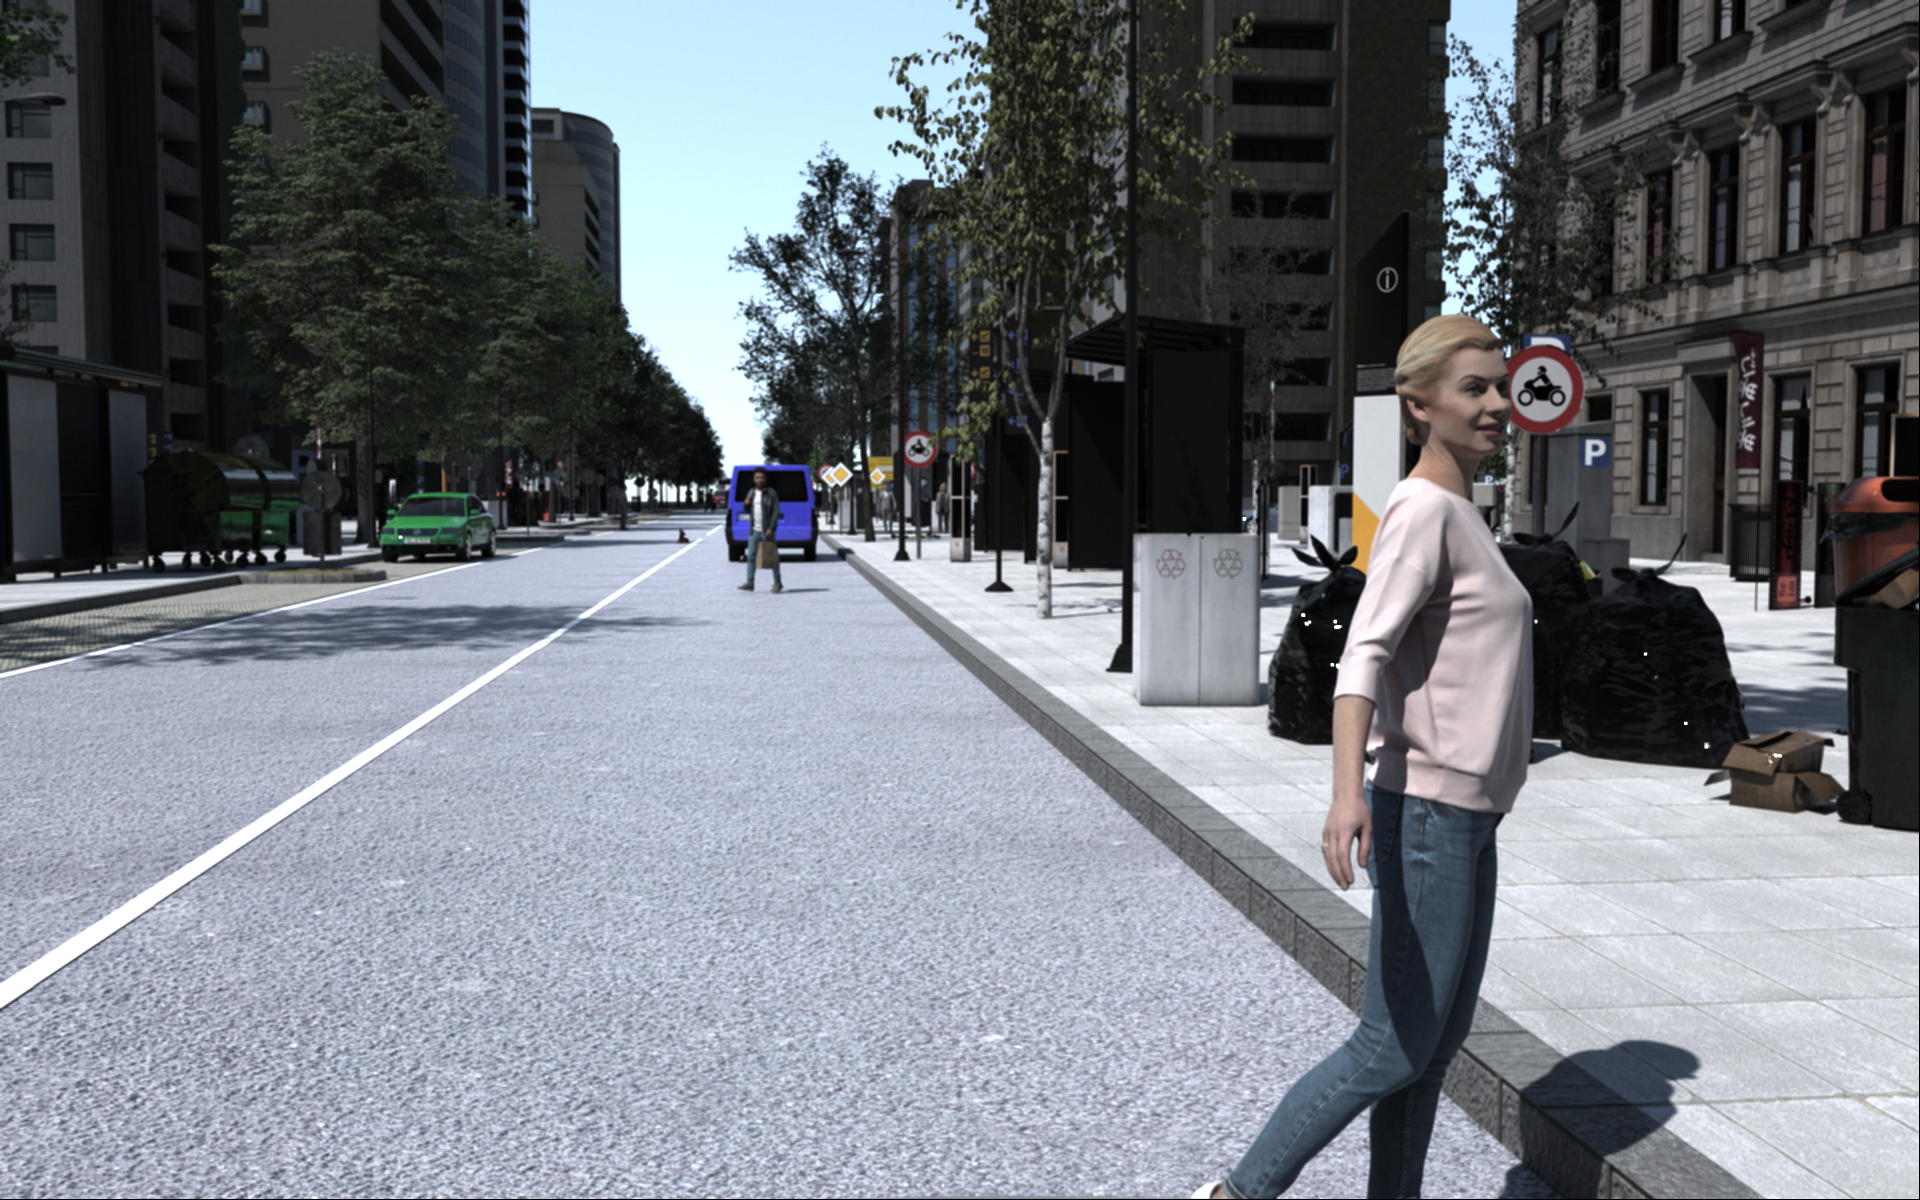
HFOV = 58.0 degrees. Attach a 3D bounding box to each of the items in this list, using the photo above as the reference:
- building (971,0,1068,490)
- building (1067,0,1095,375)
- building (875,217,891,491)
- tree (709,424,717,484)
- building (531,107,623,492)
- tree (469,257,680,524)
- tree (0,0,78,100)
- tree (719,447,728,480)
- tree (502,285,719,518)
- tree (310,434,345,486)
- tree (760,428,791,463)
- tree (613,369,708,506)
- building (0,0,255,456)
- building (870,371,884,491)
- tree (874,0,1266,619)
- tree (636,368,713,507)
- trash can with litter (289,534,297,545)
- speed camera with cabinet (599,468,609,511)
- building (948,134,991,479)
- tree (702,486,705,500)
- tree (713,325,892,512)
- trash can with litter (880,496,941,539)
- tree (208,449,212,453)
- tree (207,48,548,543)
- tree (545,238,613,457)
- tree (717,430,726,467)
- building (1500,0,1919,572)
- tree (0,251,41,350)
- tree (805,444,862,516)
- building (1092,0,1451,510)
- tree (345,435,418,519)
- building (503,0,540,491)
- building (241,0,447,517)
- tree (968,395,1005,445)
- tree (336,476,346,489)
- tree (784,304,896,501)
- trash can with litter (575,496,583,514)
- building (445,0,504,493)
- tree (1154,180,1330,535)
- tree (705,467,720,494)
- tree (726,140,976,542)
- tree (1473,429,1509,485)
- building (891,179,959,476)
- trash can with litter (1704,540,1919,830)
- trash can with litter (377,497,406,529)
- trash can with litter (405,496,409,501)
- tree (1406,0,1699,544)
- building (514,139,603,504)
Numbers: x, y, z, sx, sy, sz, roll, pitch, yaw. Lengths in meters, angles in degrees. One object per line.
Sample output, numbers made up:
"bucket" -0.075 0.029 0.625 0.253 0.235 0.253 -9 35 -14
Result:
"building" 11.516 -42.154 127.466 20.563 71.187 20.611 0 4 -6
"building" 14.435 -27.704 103.065 14.600 45.320 14.200 0 4 -6
"building" -1.767 -37.515 267.994 22.147 44.769 28.867 0 4 -6
"tree" -31.865 -16.824 193.192 7.486 12.596 7.792 0 3 0
"building" -63.378 -44.157 263.969 21.231 58.520 28.212 0 4 -6
"tree" -17.707 -9.154 75.419 9.928 11.665 9.643 0 3 0
"tree" -11.006 -5.367 13.511 9.928 11.665 9.643 0 3 0
"tree" -33.090 -18.011 211.490 9.611 12.733 9.660 0 3 0
"tree" -20.045 -10.823 93.959 9.611 12.733 9.660 0 3 0
"tree" -34.817 -6.835 95.460 4.285 4.588 4.351 0 3 0
"tree" -23.506 -19.141 238.702 9.928 11.665 9.643 0 3 0
"tree" -26.155 -14.120 148.987 7.486 12.596 7.792 0 3 0
"building" -41.519 -18.761 78.446 14.160 30.474 14.107 0 4 -6
"building" -8.237 -31.729 290.471 14.160 30.474 14.107 0 4 -6
"tree" 0.971 -4.127 17.840 4.737 8.622 4.395 0 3 0
"tree" -29.228 -15.799 168.685 12.009 13.543 11.850 0 3 0
"trash can with litter" -16.920 -1.957 43.392 1.055 1.170 0.624 -2 4 -33
"speed camera with cabinet" -26.754 -8.413 131.890 2.038 3.252 0.660 2 4 26
"building" 12.772 -30.404 188.990 32.217 40.220 23.993 0 4 -6
"tree" -38.138 -18.827 258.188 4.360 8.622 3.978 0 3 0
"tree" -9.616 -13.004 122.978 12.009 13.543 11.850 0 3 0
"trash can with litter" -1.428 -2.387 50.080 2.233 1.210 1.678 -3 4 -36
"tree" -31.650 -4.819 73.391 1.663 3.219 1.824 0 3 0
"tree" -15.671 -7.777 45.280 7.486 12.596 7.792 0 3 0
"tree" -17.526 -9.053 66.138 7.486 12.596 7.792 0 3 0
"tree" -37.420 -20.327 250.467 7.486 12.596 7.792 0 3 0
"building" 18.456 -10.234 31.951 10.561 19.102 19.286 0 4 -6
"tree" -24.580 -5.580 41.591 4.360 8.622 3.978 0 3 0
"tree" -7.596 -7.353 103.938 4.285 4.588 4.351 0 3 0
"building" 14.582 -19.157 84.922 14.107 30.474 14.160 0 4 -6
"tree" -29.292 -6.476 89.598 4.285 4.588 4.351 0 3 0
"building" -54.353 -52.731 174.826 22.319 86.520 31.000 0 4 -6
"building" -44.401 -29.532 106.547 21.300 48.544 21.600 0 4 -6
"tree" 2.601 -9.855 111.485 4.360 8.622 3.978 0 3 0
"tree" -33.223 -5.920 91.390 1.663 3.219 1.824 0 3 0
"tree" -4.599 -7.075 66.047 4.360 8.622 3.978 0 3 0
"trash can with litter" -28.582 -7.283 130.463 0.624 1.170 1.055 0 4 8
"building" -51.027 -36.913 145.530 21.231 58.520 28.212 0 4 -6
"tree" 6.642 -5.469 39.776 4.360 8.622 3.978 0 3 0
"tree" -39.536 -19.625 271.227 4.737 8.622 4.395 0 3 0
"tree" -2.751 -6.846 46.337 7.601 10.594 8.767 0 4 3
"tree" 22.635 -5.604 75.336 4.285 4.588 4.351 0 3 0
"building" -2.440 -36.460 246.233 14.600 45.320 14.200 0 4 -6
"trash can with litter" 3.516 0.277 6.858 0.624 1.170 1.055 -3 5 -43
"trash can with litter" -19.857 -3.004 60.502 1.055 1.170 0.624 0 4 7
"trash can with litter" -41.021 -7.121 127.488 1.678 1.210 2.233 -1 4 -20
"tree" 8.508 -4.626 25.996 4.360 8.622 3.978 0 3 0
"building" -61.461 -37.662 239.475 21.300 48.544 21.600 0 4 -6
